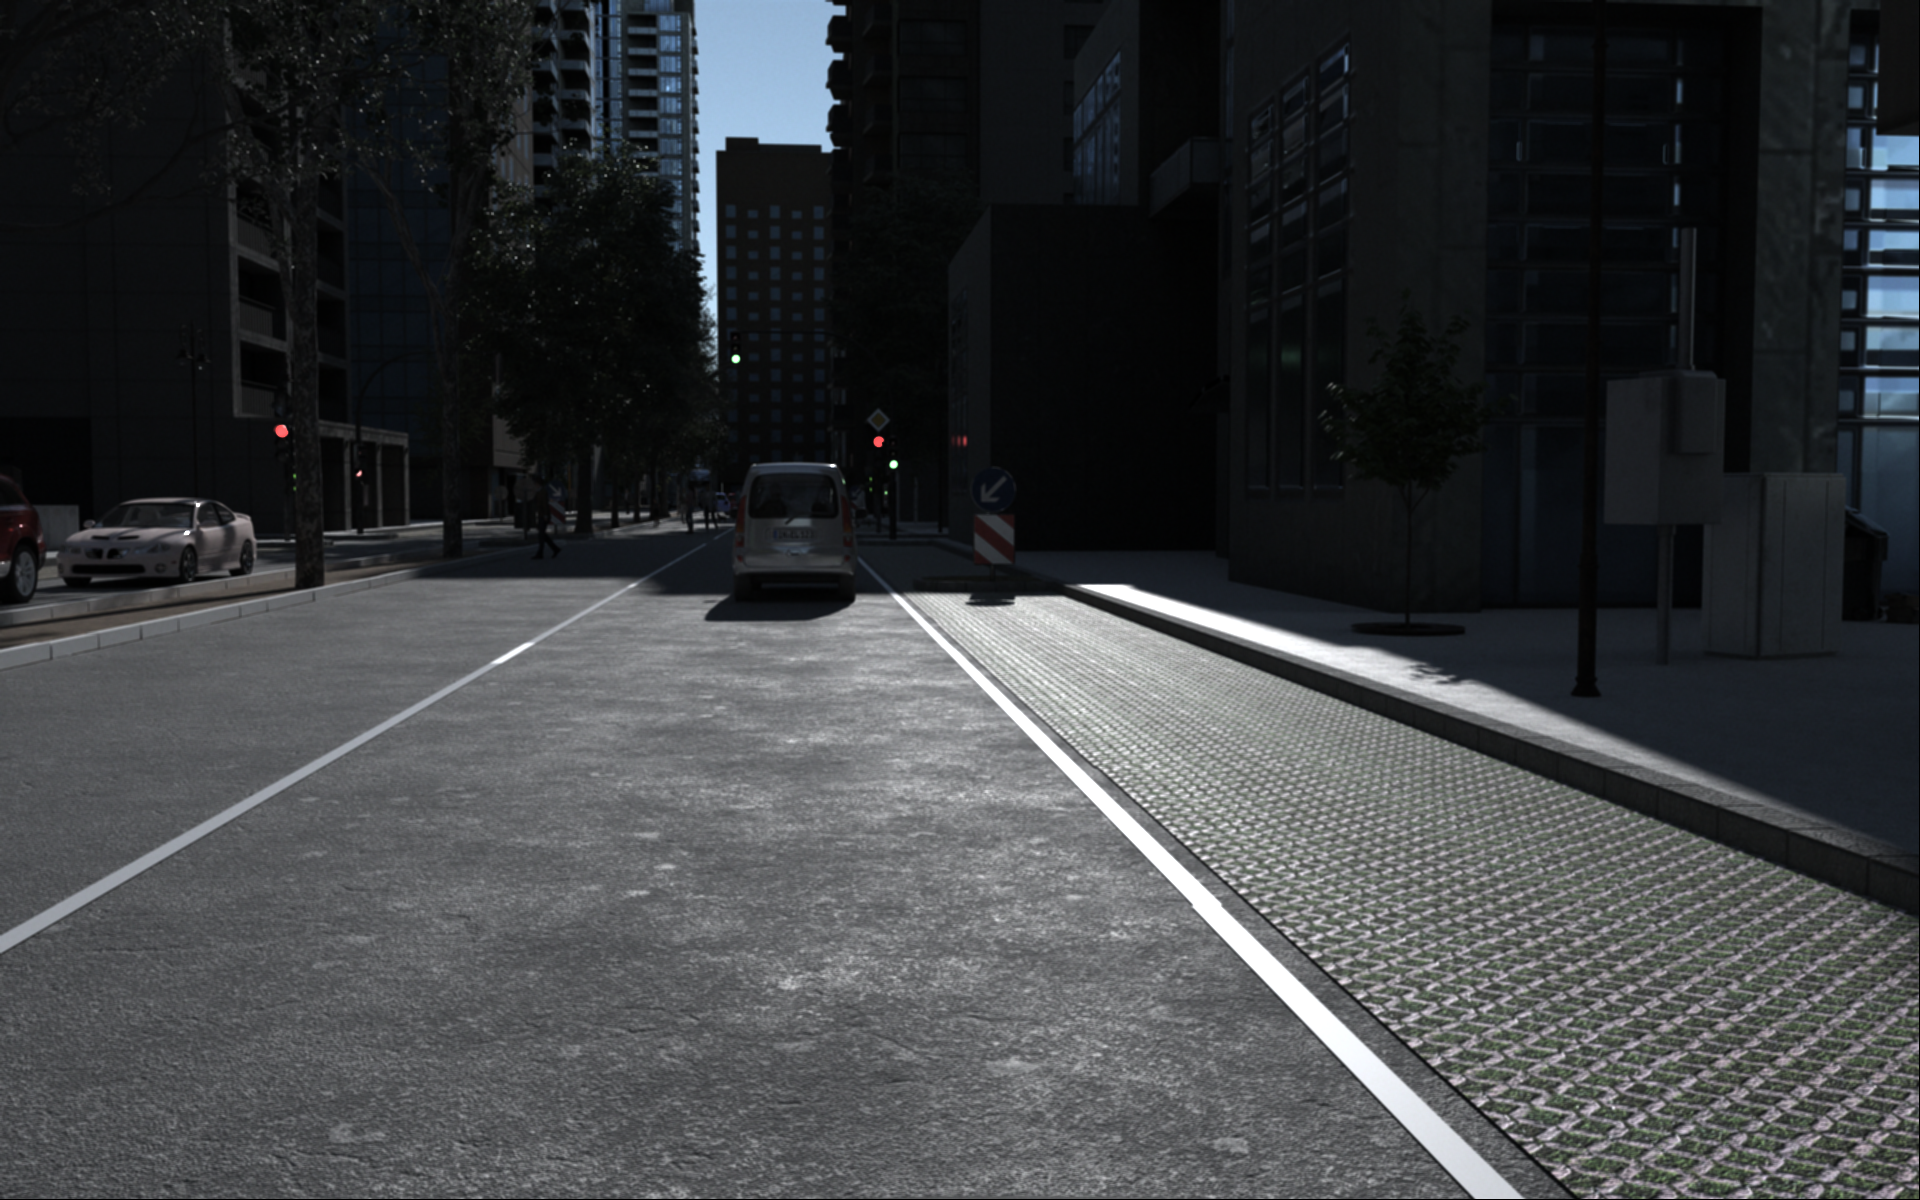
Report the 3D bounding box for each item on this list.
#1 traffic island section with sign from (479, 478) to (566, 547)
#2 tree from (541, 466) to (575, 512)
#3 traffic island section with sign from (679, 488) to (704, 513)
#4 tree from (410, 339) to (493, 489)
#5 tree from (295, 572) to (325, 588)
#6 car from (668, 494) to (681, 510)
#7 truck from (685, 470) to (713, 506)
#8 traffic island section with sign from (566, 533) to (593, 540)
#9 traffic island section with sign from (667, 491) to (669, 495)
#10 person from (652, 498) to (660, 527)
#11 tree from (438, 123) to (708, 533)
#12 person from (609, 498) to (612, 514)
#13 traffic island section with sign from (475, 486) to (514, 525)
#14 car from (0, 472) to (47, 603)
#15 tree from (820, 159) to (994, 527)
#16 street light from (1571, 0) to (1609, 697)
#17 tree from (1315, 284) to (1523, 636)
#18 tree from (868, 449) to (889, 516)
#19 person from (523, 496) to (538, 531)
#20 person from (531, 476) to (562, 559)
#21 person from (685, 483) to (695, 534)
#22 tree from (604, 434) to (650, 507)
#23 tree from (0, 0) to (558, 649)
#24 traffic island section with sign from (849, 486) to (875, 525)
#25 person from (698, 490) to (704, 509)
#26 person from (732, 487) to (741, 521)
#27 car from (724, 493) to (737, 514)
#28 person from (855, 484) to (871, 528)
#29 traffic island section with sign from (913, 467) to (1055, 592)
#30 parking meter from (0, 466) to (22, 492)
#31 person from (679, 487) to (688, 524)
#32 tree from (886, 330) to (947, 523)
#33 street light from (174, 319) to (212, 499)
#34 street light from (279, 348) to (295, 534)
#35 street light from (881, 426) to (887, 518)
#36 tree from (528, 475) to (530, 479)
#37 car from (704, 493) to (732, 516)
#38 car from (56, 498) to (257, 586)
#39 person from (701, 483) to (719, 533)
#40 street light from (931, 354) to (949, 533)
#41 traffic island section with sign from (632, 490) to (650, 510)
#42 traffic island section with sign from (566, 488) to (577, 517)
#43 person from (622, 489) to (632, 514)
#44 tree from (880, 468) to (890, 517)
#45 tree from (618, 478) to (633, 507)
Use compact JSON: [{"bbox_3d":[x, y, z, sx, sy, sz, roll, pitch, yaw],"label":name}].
[{"bbox_3d":[-12.147,-2.439,48.011,2.006,1.907,1.989,0,4,-5],"label":"traffic island section with sign"},{"bbox_3d":[-28.637,-7.913,123.975,1.663,3.219,1.824,0,3,0],"label":"tree"},{"bbox_3d":[-20.047,-7.464,130.179,2.006,1.907,1.989,0,4,-5],"label":"traffic island section with sign"},{"bbox_3d":[-24.467,-8.113,83.013,4.737,8.622,4.395,0,3,0],"label":"tree"},{"bbox_3d":[-11.236,-10.292,26.626,12.611,20.169,13.585,0,3,0],"label":"tree"},{"bbox_3d":[-25.506,-8.914,155.523,2.009,1.686,4.222,0,4,-6],"label":"car"},{"bbox_3d":[-29.501,-12.692,197.264,2.967,4.110,18.799,0,4,-7],"label":"truck"},{"bbox_3d":[-12.847,-2.890,55.385,2.006,1.907,1.989,0,4,-5],"label":"traffic island section with sign"},{"bbox_3d":[-31.109,-10.683,183.290,1.989,1.847,2.006,0,4,-5],"label":"traffic island section with sign"},{"bbox_3d":[-13.279,-3.825,75.706,0.362,1.253,0.373,1,4,13],"label":"person"},{"bbox_3d":[-13.237,-9.259,60.489,9.857,13.997,8.962,0,3,0],"label":"tree"},{"bbox_3d":[-23.361,-6.268,115.988,0.505,1.210,0.382,3,5,43],"label":"person"},{"bbox_3d":[-21.154,-4.351,79.770,1.989,1.847,2.006,0,4,-5],"label":"traffic island section with sign"},{"bbox_3d":[-13.148,-0.764,21.170,2.281,1.827,5.304,0,4,-5],"label":"car"},{"bbox_3d":[-0.448,-9.770,66.394,9.857,13.997,8.962,0,3,0],"label":"tree"},{"bbox_3d":[3.983,-2.328,10.844,0.468,5.910,1.993,0,4,-5],"label":"street light"},{"bbox_3d":[4.152,-1.319,16.172,1.663,3.219,1.824,0,3,0],"label":"tree"},{"bbox_3d":[-3.712,-7.181,101.129,4.285,4.588,4.351,0,3,0],"label":"tree"},{"bbox_3d":[-16.595,-3.587,67.108,0.822,1.834,0.622,-3,5,-42],"label":"person"},{"bbox_3d":[-9.246,-1.839,38.484,0.656,1.842,0.836,3,5,41],"label":"person"},{"bbox_3d":[-9.734,-3.300,62.458,0.388,1.821,0.555,-1,4,-12],"label":"person"},{"bbox_3d":[-32.352,-15.215,166.892,7.486,12.596,7.792,0,3,0],"label":"tree"},{"bbox_3d":[-8.741,-6.226,14.624,12.009,13.543,11.850,0,3,0],"label":"tree"},{"bbox_3d":[-5.042,-4.474,81.775,1.989,1.847,2.006,0,4,-5],"label":"traffic island section with sign"},{"bbox_3d":[-24.368,-9.504,163.893,1.348,1.823,0.705,3,5,41],"label":"person"},{"bbox_3d":[-12.086,-5.239,94.025,0.748,1.841,0.638,-1,4,-16],"label":"person"},{"bbox_3d":[-16.027,-7.061,124.483,2.155,1.783,4.494,0,4,-7],"label":"car"},{"bbox_3d":[-4.106,-3.964,73.187,0.818,1.842,0.514,-2,4,-26],"label":"person"},{"bbox_3d":[0.310,-1.065,26.045,1.989,1.847,2.006,0,4,-5],"label":"traffic island section with sign"},{"bbox_3d":[-19.529,-1.833,35.683,0.255,1.863,0.399,0,4,1],"label":"parking meter"},{"bbox_3d":[-13.202,-4.519,82.942,0.519,1.759,0.362,-2,4,-28],"label":"person"},{"bbox_3d":[-1.720,-7.657,75.559,4.737,8.622,4.395,0,3,0],"label":"tree"},{"bbox_3d":[-20.258,-4.469,45.862,0.468,5.910,1.993,0,4,-5],"label":"street light"},{"bbox_3d":[-21.158,-5.031,55.045,0.468,5.910,1.993,0,4,-5],"label":"street light"},{"bbox_3d":[-4.152,-7.401,93.801,0.468,5.910,1.993,0,4,-5],"label":"street light"},{"bbox_3d":[-27.142,-9.445,104.789,4.737,8.622,4.395,0,3,0],"label":"tree"},{"bbox_3d":[-16.041,-6.408,114.358,1.945,1.707,3.694,0,4,-6],"label":"car"},{"bbox_3d":[-13.105,-0.988,28.508,2.083,1.381,4.827,0,4,-5],"label":"car"},{"bbox_3d":[-9.246,-3.409,64.083,0.661,1.843,0.795,1,4,15],"label":"person"},{"bbox_3d":[-0.652,-5.169,57.306,0.468,5.910,1.993,0,4,-5],"label":"street light"},{"bbox_3d":[-28.518,-9.042,156.459,1.989,1.847,2.006,0,4,-5],"label":"traffic island section with sign"},{"bbox_3d":[-23.755,-6.008,106.855,1.989,1.847,2.006,0,4,-5],"label":"traffic island section with sign"},{"bbox_3d":[-23.551,-6.945,122.455,0.661,1.777,0.834,1,4,13],"label":"person"},{"bbox_3d":[-3.922,-6.289,97.423,1.663,3.219,1.824,0,3,0],"label":"tree"},{"bbox_3d":[-33.616,-10.951,173.655,1.663,3.219,1.824,0,3,0],"label":"tree"}]
